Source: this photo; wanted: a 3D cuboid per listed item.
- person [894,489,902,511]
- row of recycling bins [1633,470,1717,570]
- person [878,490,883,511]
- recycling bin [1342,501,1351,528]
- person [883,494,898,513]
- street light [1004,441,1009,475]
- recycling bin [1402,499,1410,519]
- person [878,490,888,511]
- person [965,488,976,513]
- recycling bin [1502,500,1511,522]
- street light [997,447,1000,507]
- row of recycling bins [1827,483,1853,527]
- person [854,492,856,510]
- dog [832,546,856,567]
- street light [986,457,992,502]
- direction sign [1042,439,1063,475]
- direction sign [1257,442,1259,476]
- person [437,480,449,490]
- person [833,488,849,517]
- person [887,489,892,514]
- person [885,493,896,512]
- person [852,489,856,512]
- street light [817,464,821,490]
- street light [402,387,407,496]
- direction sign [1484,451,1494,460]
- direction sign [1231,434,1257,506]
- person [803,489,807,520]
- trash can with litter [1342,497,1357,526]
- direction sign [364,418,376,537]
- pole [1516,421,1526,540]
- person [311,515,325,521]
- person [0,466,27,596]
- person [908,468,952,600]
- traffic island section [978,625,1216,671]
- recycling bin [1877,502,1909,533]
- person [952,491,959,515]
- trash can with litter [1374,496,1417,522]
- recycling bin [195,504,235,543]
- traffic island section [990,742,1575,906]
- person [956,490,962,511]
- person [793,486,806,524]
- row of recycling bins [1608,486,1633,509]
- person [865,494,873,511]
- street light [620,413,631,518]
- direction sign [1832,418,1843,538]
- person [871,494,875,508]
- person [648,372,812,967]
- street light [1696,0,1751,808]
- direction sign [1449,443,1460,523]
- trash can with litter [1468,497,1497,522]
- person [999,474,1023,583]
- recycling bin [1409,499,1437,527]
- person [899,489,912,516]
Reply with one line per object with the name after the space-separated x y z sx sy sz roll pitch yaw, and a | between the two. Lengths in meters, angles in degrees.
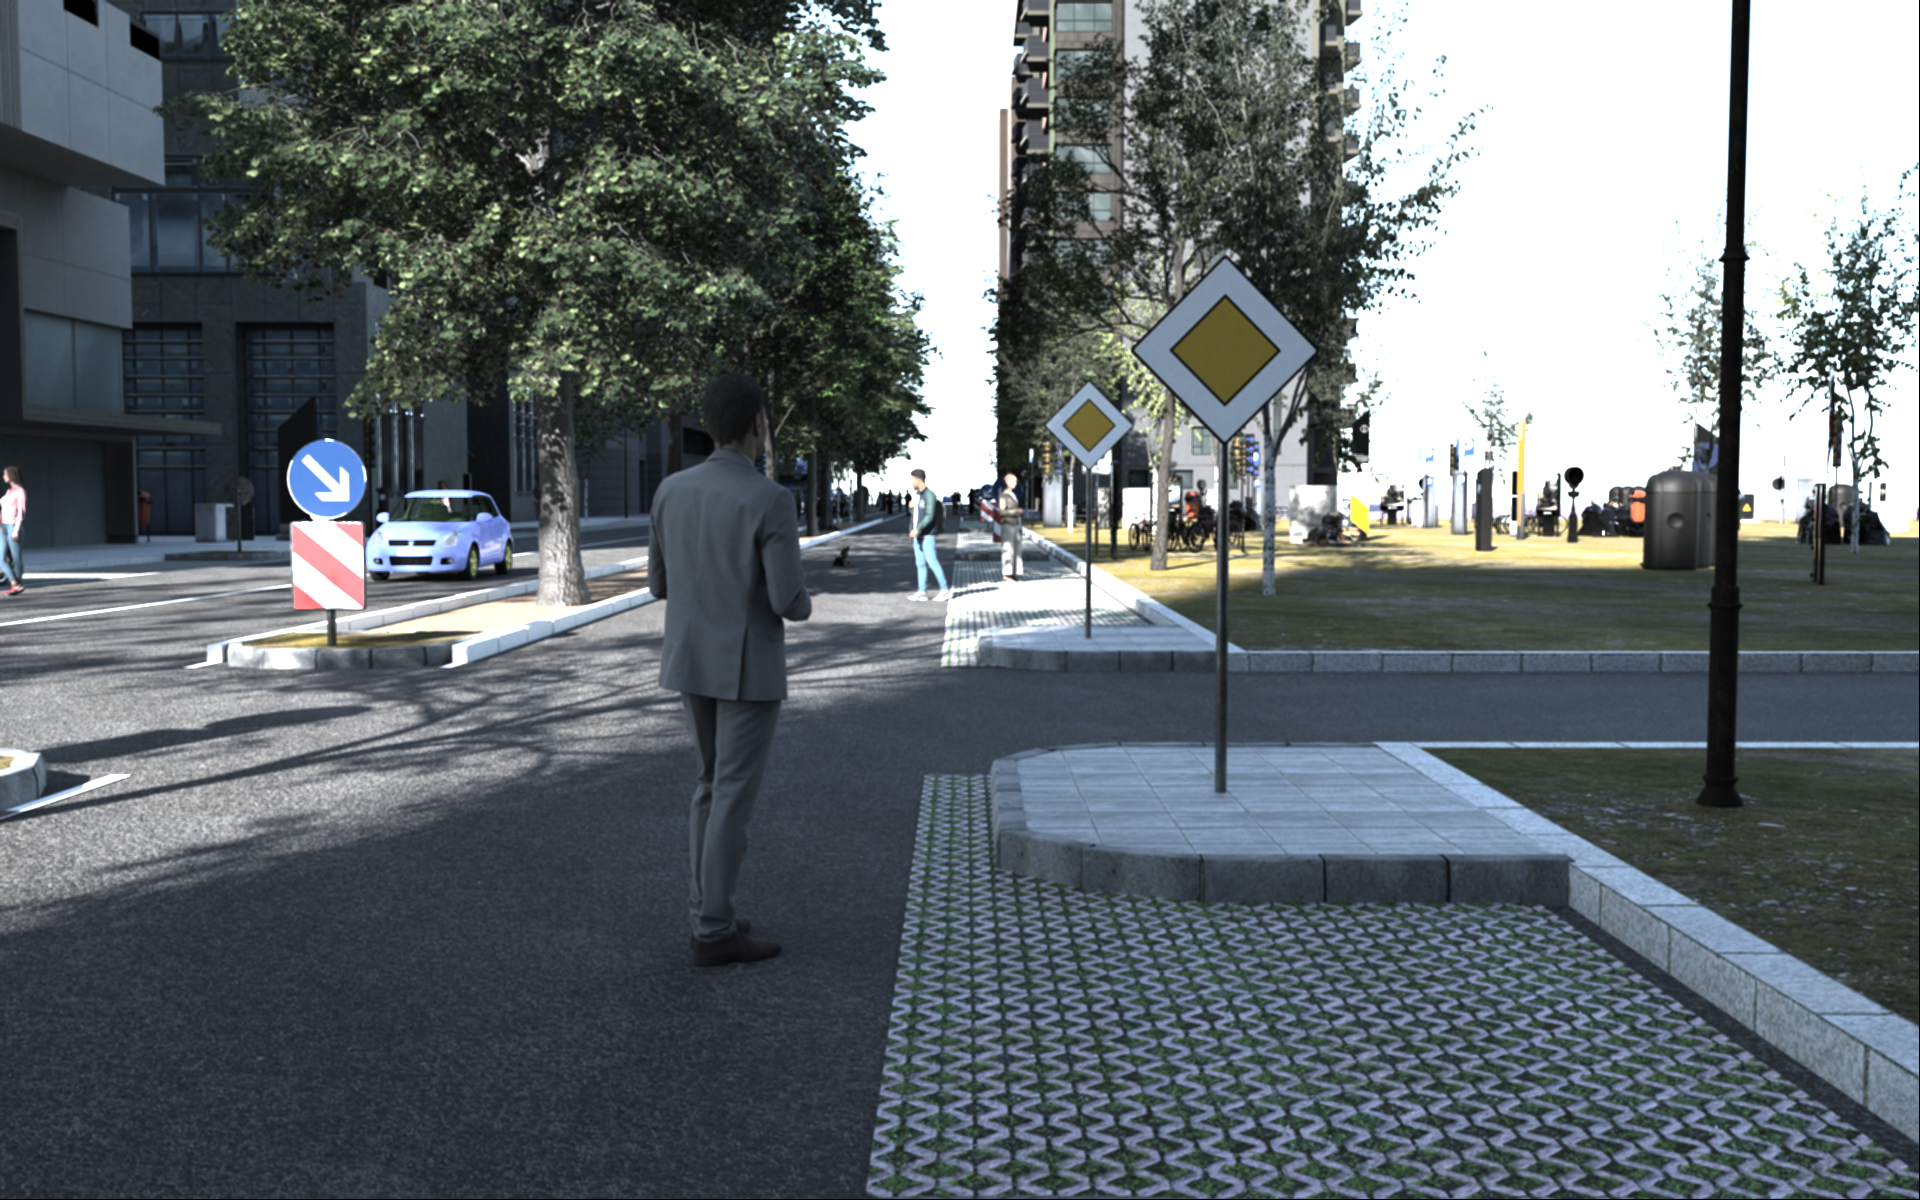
-5.261 -8.504 147.415 0.599 1.838 0.709 -2 4 -25 | person
12.837 -1.435 30.572 1.069 1.692 3.534 2 4 32 | row of recycling bins
-6.864 -8.561 149.145 0.551 1.740 0.621 2 4 30 | person
14.587 -3.311 66.685 0.722 1.027 0.722 -1 4 -18 | recycling bin
-5.197 -7.357 129.499 1.217 1.735 0.721 1 4 18 | person
3.443 -9.368 125.947 0.468 5.910 1.993 0 4 0 | street light
23.274 -4.692 89.261 0.722 1.027 0.722 -1 4 -18 | recycling bin
-6.474 -8.457 146.855 0.705 1.814 1.350 -3 5 -44 | person
0.807 -6.704 117.747 1.348 1.869 0.705 -3 5 -41 | person
22.893 -3.630 71.903 0.722 1.027 0.722 1 4 20 | recycling bin
3.699 -11.813 165.928 0.468 5.910 1.993 0 4 0 | street light
34.853 -3.752 68.453 1.069 1.692 3.534 2 4 28 | row of recycling bins
-9.469 -9.114 158.452 0.436 1.711 0.756 0 4 -1 | person
-2.286 -0.871 34.434 0.550 0.427 0.748 0 4 6 | dog
3.712 -14.499 209.853 0.468 5.910 1.993 0 4 0 | street light
3.810 -4.856 71.396 0.876 3.537 0.379 0 4 -4 | direction sign
12.483 -5.077 75.000 0.876 3.537 0.379 1 4 13 | direction sign
-11.621 -1.825 38.928 0.593 1.750 0.643 2 4 28 | person
-7.295 -5.976 106.198 1.348 1.826 0.705 2 4 33 | person
-4.970 -6.978 122.607 0.705 1.823 1.348 -1 4 -10 | person
-5.643 -8.026 139.868 0.705 1.807 1.348 3 4 38 | person
-8.208 -7.746 135.143 1.348 1.824 0.705 -3 4 -36 | person
-17.530 -14.859 215.734 0.468 5.910 1.993 0 4 0 | street light
-17.830 -5.065 55.601 0.468 5.910 1.993 0 4 0 | street light
27.637 -6.029 90.578 0.876 3.537 0.379 -3 5 -43 | direction sign
10.670 -4.494 65.467 0.876 3.537 0.379 0 4 5 | direction sign
-8.329 -5.273 95.431 0.721 1.743 1.217 0 4 2 | person
15.155 -3.610 70.084 2.233 1.210 1.678 0 4 7 | trash can with litter
-17.446 -3.624 51.250 0.379 3.537 0.876 0 3 0 | direction sign
15.737 -3.347 48.563 0.158 3.312 0.155 0 3 0 | pole
-11.348 -1.265 30.990 0.330 1.601 0.589 1 4 21 | person
-13.460 -0.982 24.562 0.555 1.821 0.388 2 4 26 | person
-0.476 -0.891 23.424 0.721 1.781 0.623 -2 4 -31 | person
1.163 0.417 15.457 2.009 0.180 2.903 0 4 0 | traffic island section
30.965 -2.749 57.502 0.722 1.027 0.722 -2 4 -35 | recycling bin
-0.297 -6.795 121.072 0.593 1.643 0.415 2 4 32 | person
20.729 -4.409 83.143 1.678 1.210 2.233 3 4 39 | trash can with litter
-19.841 -2.053 46.117 0.722 1.027 0.722 1 4 19 | recycling bin
1.143 0.906 7.472 2.009 0.180 2.903 0 4 0 | traffic island section
-0.043 -8.484 147.658 0.683 1.767 0.568 -1 4 -17 | person
-7.611 -4.498 82.227 0.709 1.800 0.728 -1 4 -17 | person
32.839 -4.725 84.359 1.069 1.692 3.534 -1 4 -15 | row of recycling bins
-7.666 -8.211 142.734 1.348 1.826 0.705 -3 5 -39 | person
-17.806 -7.305 92.221 0.468 5.910 1.993 0 4 0 | street light
25.473 -3.568 50.334 0.379 3.537 0.876 1 4 12 | direction sign
-9.217 -10.433 182.333 0.557 1.426 1.065 1 4 14 | person
-0.657 0.202 5.403 0.606 1.804 0.583 2 4 30 | person
3.144 -2.092 6.989 0.468 5.910 1.993 0 4 0 | street light
22.137 -5.234 77.580 0.379 3.537 0.876 3 5 44 | direction sign
23.692 -4.166 79.165 2.233 1.210 1.678 -1 4 -9 | trash can with litter
0.839 -1.144 27.754 0.362 1.759 0.519 2 4 25 | person
18.240 -3.394 68.042 0.722 1.027 0.722 3 5 41 | recycling bin
-3.543 -6.366 113.114 0.750 1.759 0.617 -2 4 -32 | person
